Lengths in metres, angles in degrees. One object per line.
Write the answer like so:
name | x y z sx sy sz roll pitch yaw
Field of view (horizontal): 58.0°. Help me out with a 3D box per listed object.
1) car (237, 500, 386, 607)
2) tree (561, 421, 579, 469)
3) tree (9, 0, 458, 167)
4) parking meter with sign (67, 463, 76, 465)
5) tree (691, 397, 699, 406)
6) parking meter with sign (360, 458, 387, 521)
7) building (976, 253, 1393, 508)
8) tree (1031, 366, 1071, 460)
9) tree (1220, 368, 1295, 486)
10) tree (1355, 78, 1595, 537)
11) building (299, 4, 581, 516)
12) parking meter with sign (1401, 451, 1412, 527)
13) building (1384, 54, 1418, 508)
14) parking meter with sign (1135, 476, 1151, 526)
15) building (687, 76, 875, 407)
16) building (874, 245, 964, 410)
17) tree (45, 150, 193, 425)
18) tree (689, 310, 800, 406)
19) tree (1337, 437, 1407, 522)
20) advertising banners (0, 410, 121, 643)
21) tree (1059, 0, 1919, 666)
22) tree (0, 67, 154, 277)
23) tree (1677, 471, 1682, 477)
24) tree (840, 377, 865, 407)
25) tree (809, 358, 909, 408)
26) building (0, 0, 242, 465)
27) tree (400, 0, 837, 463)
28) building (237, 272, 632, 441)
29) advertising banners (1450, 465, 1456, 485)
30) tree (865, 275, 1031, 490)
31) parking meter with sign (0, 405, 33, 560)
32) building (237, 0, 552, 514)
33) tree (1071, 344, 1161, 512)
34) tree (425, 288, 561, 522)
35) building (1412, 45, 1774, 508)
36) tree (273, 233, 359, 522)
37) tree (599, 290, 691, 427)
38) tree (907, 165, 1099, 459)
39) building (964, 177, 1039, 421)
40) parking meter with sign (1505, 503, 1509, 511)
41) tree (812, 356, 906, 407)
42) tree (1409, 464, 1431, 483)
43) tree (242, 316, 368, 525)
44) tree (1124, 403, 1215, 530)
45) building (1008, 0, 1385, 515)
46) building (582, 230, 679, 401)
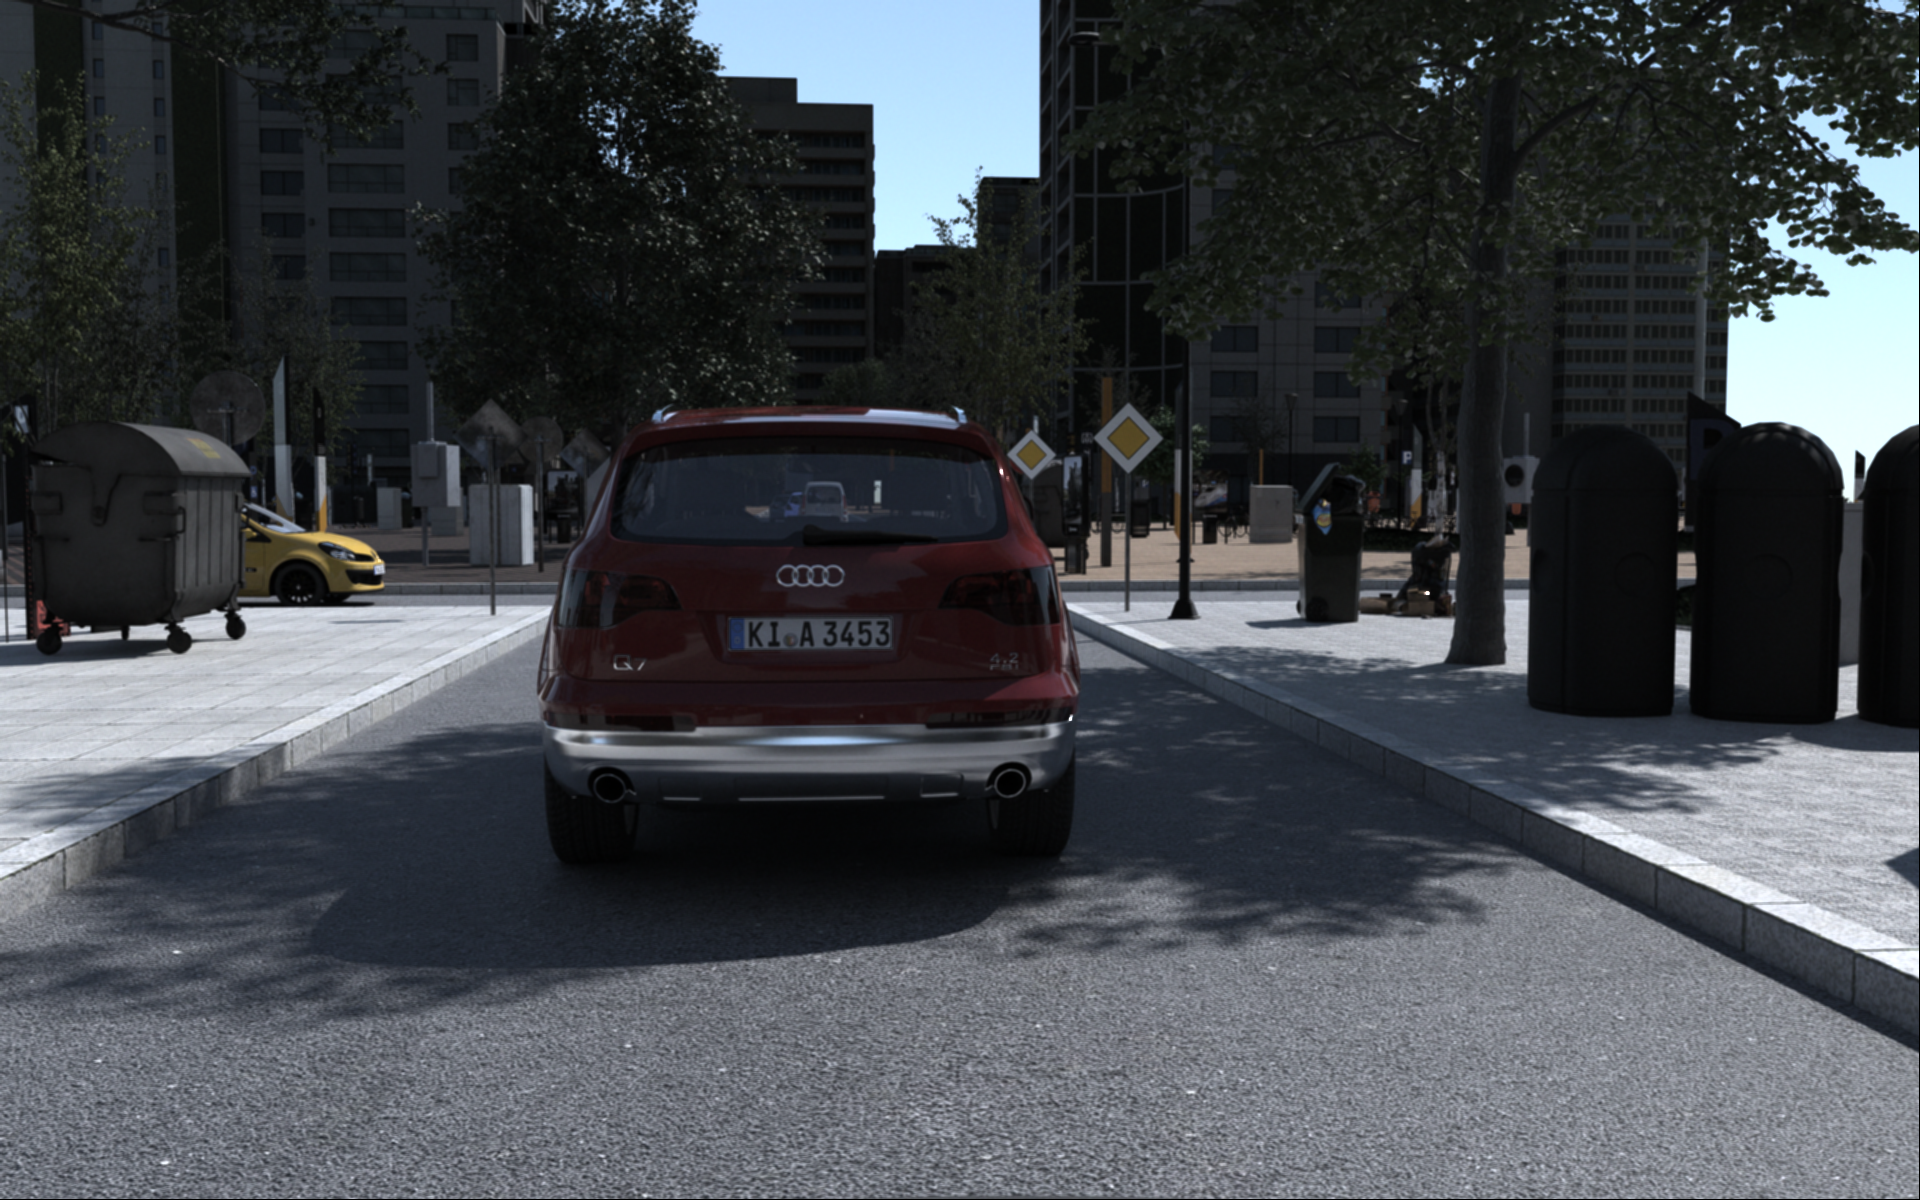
car | -9.456 -0.731 22.180 3.980 1.641 2.015 0 4 -5
tree | -18.976 -7.953 80.398 4.737 8.622 4.395 0 3 0
tree | -6.123 -4.545 8.731 7.601 10.594 8.767 0 4 4
parking meter with sign | -21.955 -2.865 43.109 0.543 3.016 1.738 1 4 20
tree | -11.861 -8.508 73.515 7.601 10.594 8.767 -1 4 -9
parking meter with sign | -27.852 -5.314 83.149 1.738 3.016 0.543 -1 4 -16
building | 16.513 -18.028 139.803 27.650 21.520 28.899 0 4 -5
tree | 4.538 -9.173 100.340 4.360 8.622 3.978 0 3 0
tree | 17.414 -9.265 101.843 4.360 8.622 3.978 0 3 0
tree | 8.718 -4.897 30.424 4.360 8.622 3.978 0 3 0
building | -31.366 -20.493 106.766 14.160 30.474 14.107 0 4 -5
parking meter with sign | 17.954 -4.446 68.947 0.543 3.016 1.738 0 4 5
building | 29.960 -32.717 158.626 21.600 48.544 21.300 0 4 -5
parking meter with sign | 7.367 -4.489 69.655 0.543 3.016 1.738 -1 4 -13
building | -21.164 -35.582 205.470 21.600 48.544 21.300 0 4 -5
building | -3.011 -26.421 203.679 14.107 30.474 14.160 0 4 -5
tree | -18.311 -5.365 38.088 4.360 8.622 3.978 0 3 0
tree | -13.564 -11.596 107.729 7.486 12.596 7.792 0 3 0
tree | 13.739 -3.908 58.500 1.663 3.219 1.824 0 3 0
advertising banners | -8.109 -1.173 15.370 0.090 3.025 2.074 1 4 14
tree | 4.330 -5.800 12.954 7.486 12.596 7.792 0 3 0
tree | -15.890 -4.844 29.568 4.737 8.622 4.395 0 3 0
tree | 28.772 -4.436 67.125 1.663 3.219 1.824 0 3 0
tree | -3.232 -7.885 79.282 4.360 8.622 3.978 0 3 0
tree | -6.263 -11.257 118.465 8.767 10.594 7.601 -2 4 -28
building | -72.918 -37.156 149.497 28.212 58.520 21.231 0 4 -5
tree | -7.565 -7.417 38.283 9.611 12.733 9.660 0 3 0
building | -43.173 -18.672 150.321 28.899 21.520 27.650 0 4 -5
advertising banners | 28.903 -6.555 103.359 2.074 3.025 0.090 -2 4 -34
tree | -0.354 -6.627 58.713 4.360 8.622 3.978 0 3 0
parking meter with sign | -18.948 -2.281 33.552 0.543 3.016 1.738 3 4 37
building | -37.409 -41.842 122.373 20.563 71.187 20.611 0 4 -5
tree | 7.724 -8.204 84.494 4.360 8.622 3.978 0 3 0
tree | -16.359 -6.660 59.254 4.737 8.622 4.395 0 3 0
building | 53.090 -28.401 156.242 23.993 40.220 32.217 0 4 -5
tree | -18.542 -5.959 47.787 4.360 8.622 3.978 0 3 0
tree | -10.377 -6.503 56.685 4.360 8.622 3.978 0 3 0
tree | 0.928 -5.475 39.877 4.737 8.622 4.395 0 3 0
building | 8.352 -23.792 160.692 14.160 30.474 14.107 0 4 -5
parking meter with sign | 32.136 -6.344 99.987 1.738 3.016 0.543 -1 4 -19
tree | -7.532 -12.495 130.050 9.928 11.665 9.643 0 3 0
tree | 20.843 -5.183 79.337 1.663 3.219 1.824 0 3 0
tree | -26.084 -7.360 70.699 4.737 8.622 4.395 0 3 0
tree | 7.493 -4.819 62.502 4.285 4.588 4.351 0 3 0
building | 14.525 -41.262 112.886 20.563 71.187 20.611 0 4 -5
building | -44.340 -31.619 208.857 23.993 40.220 32.217 0 4 -5
